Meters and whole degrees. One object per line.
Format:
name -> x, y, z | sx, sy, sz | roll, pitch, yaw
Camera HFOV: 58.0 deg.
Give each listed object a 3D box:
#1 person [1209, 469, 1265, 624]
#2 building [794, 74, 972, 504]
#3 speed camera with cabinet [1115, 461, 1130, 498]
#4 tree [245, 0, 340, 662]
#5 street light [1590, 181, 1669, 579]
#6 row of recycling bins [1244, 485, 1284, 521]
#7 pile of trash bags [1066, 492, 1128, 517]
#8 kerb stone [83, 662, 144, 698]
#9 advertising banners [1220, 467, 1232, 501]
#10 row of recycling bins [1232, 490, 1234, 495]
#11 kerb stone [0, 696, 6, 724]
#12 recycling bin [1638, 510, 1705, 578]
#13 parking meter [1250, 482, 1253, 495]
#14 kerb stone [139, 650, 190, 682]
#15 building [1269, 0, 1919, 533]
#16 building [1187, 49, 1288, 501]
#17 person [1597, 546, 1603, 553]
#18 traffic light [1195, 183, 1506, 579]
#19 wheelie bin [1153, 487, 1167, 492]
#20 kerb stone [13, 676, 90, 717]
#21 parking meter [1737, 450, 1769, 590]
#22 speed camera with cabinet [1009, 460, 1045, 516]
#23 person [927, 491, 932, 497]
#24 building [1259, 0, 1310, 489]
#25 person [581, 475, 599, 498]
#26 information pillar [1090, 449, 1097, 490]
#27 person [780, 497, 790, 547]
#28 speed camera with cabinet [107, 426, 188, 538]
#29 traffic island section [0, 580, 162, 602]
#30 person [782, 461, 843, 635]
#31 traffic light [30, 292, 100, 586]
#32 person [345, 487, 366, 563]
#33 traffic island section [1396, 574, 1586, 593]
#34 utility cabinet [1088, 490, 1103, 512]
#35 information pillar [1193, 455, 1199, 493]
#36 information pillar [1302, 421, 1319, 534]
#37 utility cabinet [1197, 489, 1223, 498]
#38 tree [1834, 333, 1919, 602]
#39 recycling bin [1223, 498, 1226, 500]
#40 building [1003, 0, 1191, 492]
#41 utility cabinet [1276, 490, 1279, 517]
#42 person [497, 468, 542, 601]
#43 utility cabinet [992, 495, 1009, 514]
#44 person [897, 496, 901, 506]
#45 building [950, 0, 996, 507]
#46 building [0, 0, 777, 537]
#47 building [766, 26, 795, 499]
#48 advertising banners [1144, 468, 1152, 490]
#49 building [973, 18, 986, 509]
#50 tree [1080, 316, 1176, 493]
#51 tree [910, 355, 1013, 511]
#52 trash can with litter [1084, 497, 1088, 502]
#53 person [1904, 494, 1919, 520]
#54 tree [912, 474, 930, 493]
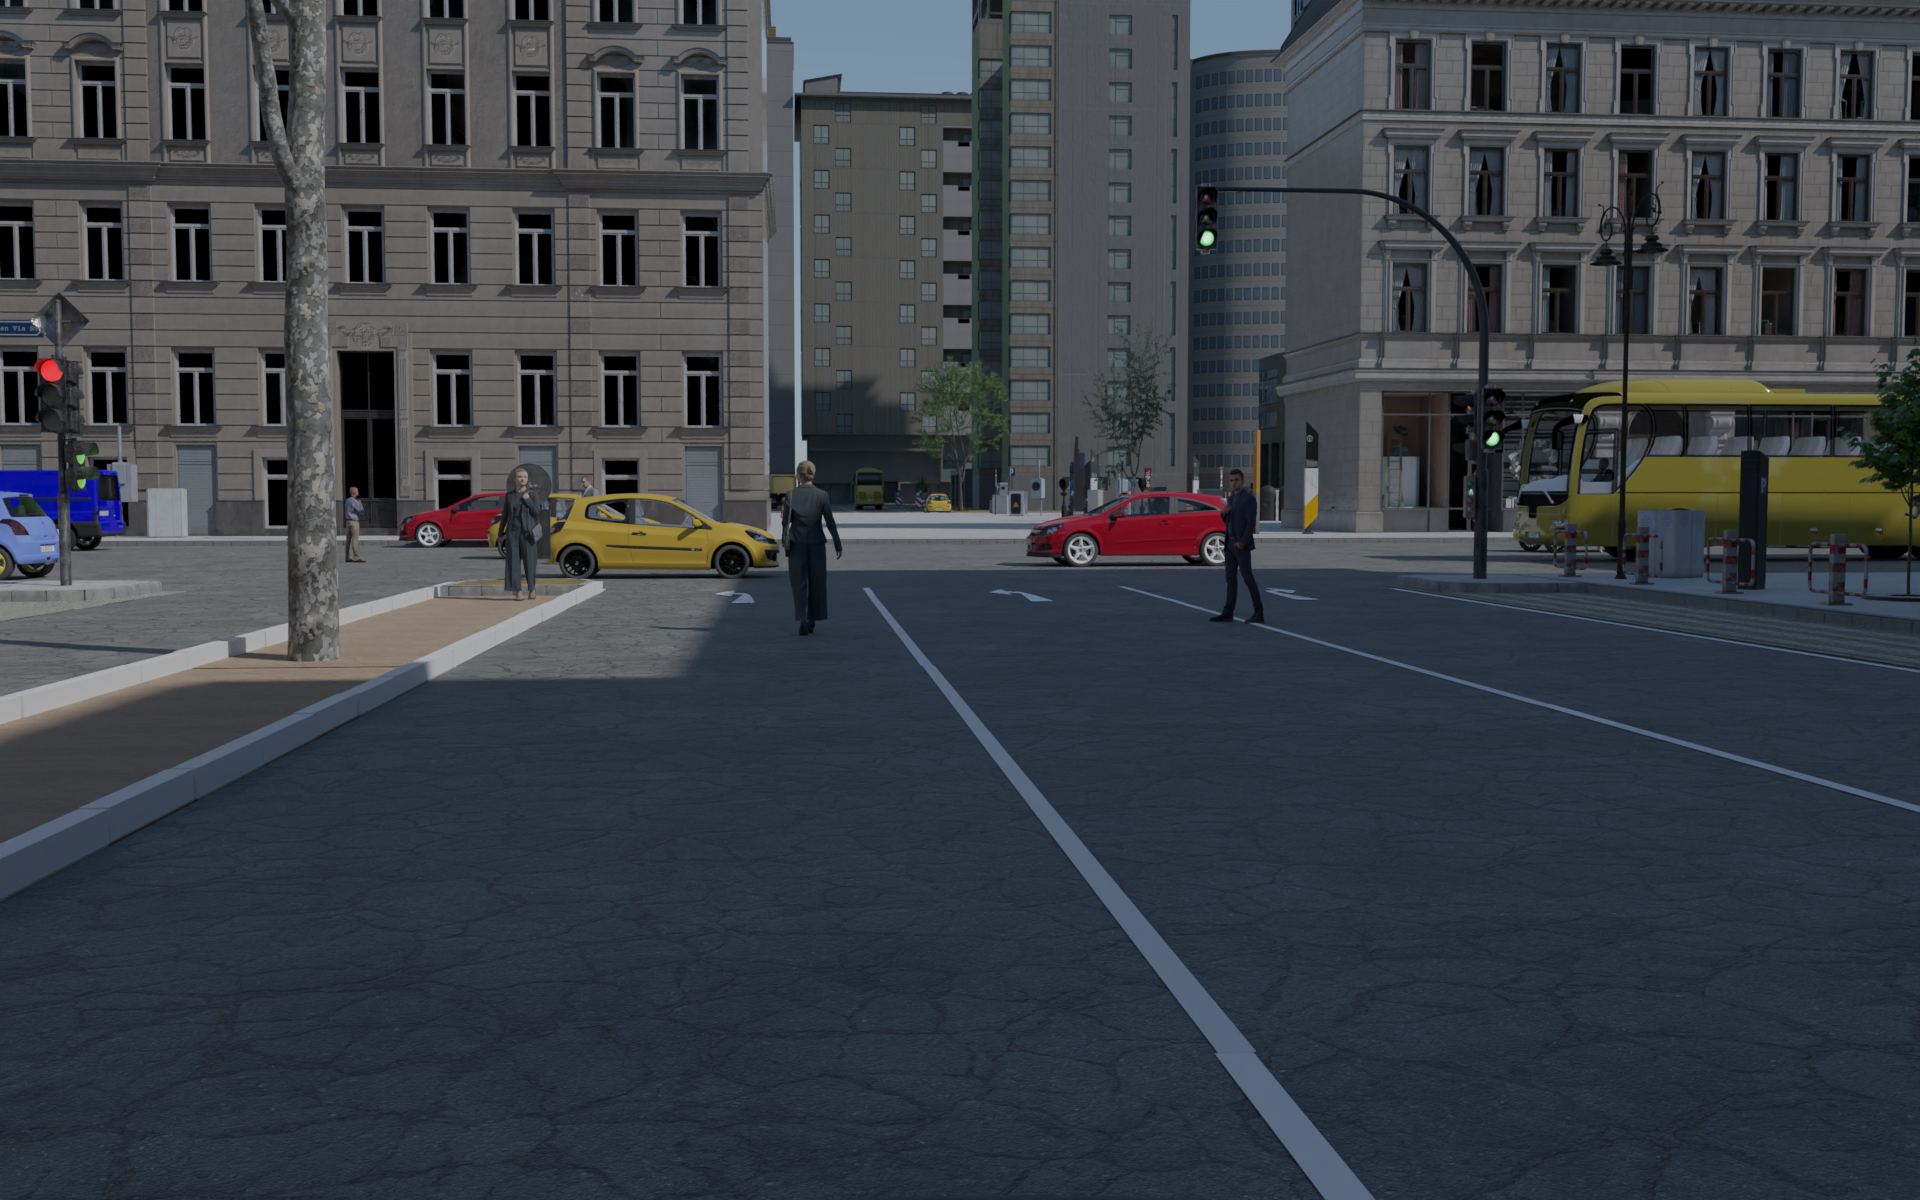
person -> 3.099, -0.605, 19.309 | 0.530, 1.710, 0.541 | -1, 4, -14
building -> -7.765, -39.000, 226.883 | 27.495, 52.752, 28.713 | 0, 4, -6
speed camera with cabinet -> 9.800, -6.580, 101.915 | 0.660, 3.252, 2.038 | -1, 4, -19
tree -> -6.846, -9.582, 15.014 | 12.611, 20.169, 13.585 | 0, 3, 0
street light -> 9.984, -3.254, 25.994 | 0.468, 5.910, 1.993 | 0, 4, -6
row of recycling bins -> 15.204, -4.632, 82.842 | 3.534, 1.692, 1.069 | 0, 4, 6
pile of trash bags -> 7.516, -5.149, 93.931 | 3.447, 1.369, 1.912 | 0, 4, -4
kerb stone -> -6.177, 0.593, 12.534 | 0.120, 0.150, 1.000 | 0, 4, -6
advertising banners -> 17.051, -7.039, 111.268 | 0.090, 3.025, 2.074 | 2, 4, 29
row of recycling bins -> 19.932, -6.667, 116.112 | 3.534, 1.692, 1.069 | -1, 4, -14
kerb stone -> -5.972, 0.716, 10.486 | 0.120, 0.150, 1.000 | 0, 4, -6
recycling bin -> 10.978, -0.868, 26.754 | 0.722, 1.027, 0.722 | -2, 4, -32
parking meter -> 13.062, -4.344, 76.739 | 0.399, 1.863, 0.255 | -3, 5, -42
kerb stone -> -6.281, 0.535, 13.554 | 0.120, 0.150, 1.000 | 0, 4, -6
building -> 14.001, -12.854, 61.071 | 40.483, 20.767, 10.553 | 0, 4, -6
building -> 41.248, -41.963, 228.092 | 28.212, 58.520, 21.231 | 0, 4, -6
person -> 15.692, -2.032, 41.566 | 0.795, 1.843, 0.661 | 1, 4, 21
traffic light -> 5.777, -3.128, 25.810 | 4.771, 5.953, 1.251 | 0, 4, -6
wheelie bin -> 8.742, -4.139, 75.580 | 0.693, 1.594, 0.980 | -3, 5, -44
kerb stone -> -6.068, 0.653, 11.514 | 0.120, 0.150, 1.000 | 0, 4, -6
parking meter -> 10.687, -1.078, 23.333 | 0.399, 1.863, 0.255 | -3, 5, -45
speed camera with cabinet -> 3.849, -6.456, 99.896 | 2.038, 3.252, 0.660 | 2, 4, 25
person -> -3.577, -12.226, 208.355 | 0.705, 1.831, 1.348 | -2, 4, -35
building -> 47.822, -52.622, 173.036 | 31.000, 86.520, 22.319 | 0, 4, -6
person -> -7.539, -1.626, 35.204 | 0.853, 1.813, 0.709 | -3, 5, -43
information pillar -> 6.921, -6.019, 89.770 | 0.183, 3.616, 0.504 | 3, 5, 44
person -> -4.683, -2.109, 46.894 | 0.340, 1.345, 0.435 | 0, 4, -3
speed camera with cabinet -> -23.871, -3.459, 50.884 | 2.038, 3.252, 0.660 | -1, 4, -8
traffic island section -> -12.554, -0.123, 24.291 | 2.009, 0.180, 2.903 | 0, 4, -6
person -> -1.528, -0.536, 17.693 | 0.576, 1.772, 0.534 | -2, 4, -31
traffic light -> -12.513, -2.155, 24.160 | 0.839, 4.253, 0.868 | 0, 4, -6
person -> -12.676, -1.570, 36.231 | 0.319, 1.574, 0.516 | -3, 5, -45
traffic island section -> 7.891, -0.244, 26.270 | 2.009, 0.180, 2.903 | 0, 4, -6
utility cabinet -> 6.860, -4.830, 87.653 | 0.318, 1.500, 1.173 | -1, 4, -22
information pillar -> 14.297, -6.958, 105.118 | 0.504, 3.616, 0.183 | -3, 5, -42
information pillar -> 11.250, -3.926, 55.548 | 0.504, 3.616, 0.183 | -1, 4, -21
utility cabinet -> 10.969, -4.112, 75.911 | 1.173, 1.500, 0.318 | -1, 4, -23
tree -> 11.393, -1.611, 20.944 | 1.663, 3.219, 1.824 | 0, 3, 0
recycling bin -> 14.998, -5.375, 100.439 | 0.722, 1.027, 0.722 | 2, 4, 23
building -> 10.166, -27.885, 139.521 | 14.154, 41.232, 14.086 | 0, 4, -6
utility cabinet -> 17.689, -5.407, 97.082 | 0.318, 1.500, 1.173 | 2, 4, 31
person -> -5.888, -0.872, 23.182 | 0.576, 1.772, 0.534 | -1, 4, -18
utility cabinet -> 2.595, -6.108, 111.025 | 1.020, 1.237, 0.306 | 1, 4, 22
person -> -7.295, -12.086, 205.978 | 0.709, 1.838, 0.599 | -3, 5, -42
building -> 10.176, -44.800, 170.728 | 20.563, 71.187, 20.611 | 0, 4, -6
building -> -18.648, -15.935, 57.804 | 25.104, 27.353, 12.463 | 0, 4, -6
building -> -35.249, -41.532, 221.053 | 28.212, 58.520, 21.231 | 0, 4, -6
advertising banners -> 11.854, -7.345, 116.281 | 2.074, 3.025, 0.090 | 1, 4, 10
building -> 7.944, -28.758, 153.790 | 14.154, 41.232, 14.086 | 0, 4, -6
tree -> 7.193, -7.462, 72.362 | 4.360, 8.622, 3.978 | 0, 3, 0
tree -> 0.104, -12.406, 128.595 | 9.928, 11.665, 9.643 | 0, 3, 0
trash can with litter -> 8.363, -6.356, 115.302 | 0.624, 1.170, 1.055 | -3, 4, -37
person -> 19.986, -1.478, 35.849 | 0.628, 1.438, 0.799 | 3, 5, 44
tree -> -3.649, -10.637, 168.518 | 1.663, 3.219, 1.824 | 0, 3, 0
